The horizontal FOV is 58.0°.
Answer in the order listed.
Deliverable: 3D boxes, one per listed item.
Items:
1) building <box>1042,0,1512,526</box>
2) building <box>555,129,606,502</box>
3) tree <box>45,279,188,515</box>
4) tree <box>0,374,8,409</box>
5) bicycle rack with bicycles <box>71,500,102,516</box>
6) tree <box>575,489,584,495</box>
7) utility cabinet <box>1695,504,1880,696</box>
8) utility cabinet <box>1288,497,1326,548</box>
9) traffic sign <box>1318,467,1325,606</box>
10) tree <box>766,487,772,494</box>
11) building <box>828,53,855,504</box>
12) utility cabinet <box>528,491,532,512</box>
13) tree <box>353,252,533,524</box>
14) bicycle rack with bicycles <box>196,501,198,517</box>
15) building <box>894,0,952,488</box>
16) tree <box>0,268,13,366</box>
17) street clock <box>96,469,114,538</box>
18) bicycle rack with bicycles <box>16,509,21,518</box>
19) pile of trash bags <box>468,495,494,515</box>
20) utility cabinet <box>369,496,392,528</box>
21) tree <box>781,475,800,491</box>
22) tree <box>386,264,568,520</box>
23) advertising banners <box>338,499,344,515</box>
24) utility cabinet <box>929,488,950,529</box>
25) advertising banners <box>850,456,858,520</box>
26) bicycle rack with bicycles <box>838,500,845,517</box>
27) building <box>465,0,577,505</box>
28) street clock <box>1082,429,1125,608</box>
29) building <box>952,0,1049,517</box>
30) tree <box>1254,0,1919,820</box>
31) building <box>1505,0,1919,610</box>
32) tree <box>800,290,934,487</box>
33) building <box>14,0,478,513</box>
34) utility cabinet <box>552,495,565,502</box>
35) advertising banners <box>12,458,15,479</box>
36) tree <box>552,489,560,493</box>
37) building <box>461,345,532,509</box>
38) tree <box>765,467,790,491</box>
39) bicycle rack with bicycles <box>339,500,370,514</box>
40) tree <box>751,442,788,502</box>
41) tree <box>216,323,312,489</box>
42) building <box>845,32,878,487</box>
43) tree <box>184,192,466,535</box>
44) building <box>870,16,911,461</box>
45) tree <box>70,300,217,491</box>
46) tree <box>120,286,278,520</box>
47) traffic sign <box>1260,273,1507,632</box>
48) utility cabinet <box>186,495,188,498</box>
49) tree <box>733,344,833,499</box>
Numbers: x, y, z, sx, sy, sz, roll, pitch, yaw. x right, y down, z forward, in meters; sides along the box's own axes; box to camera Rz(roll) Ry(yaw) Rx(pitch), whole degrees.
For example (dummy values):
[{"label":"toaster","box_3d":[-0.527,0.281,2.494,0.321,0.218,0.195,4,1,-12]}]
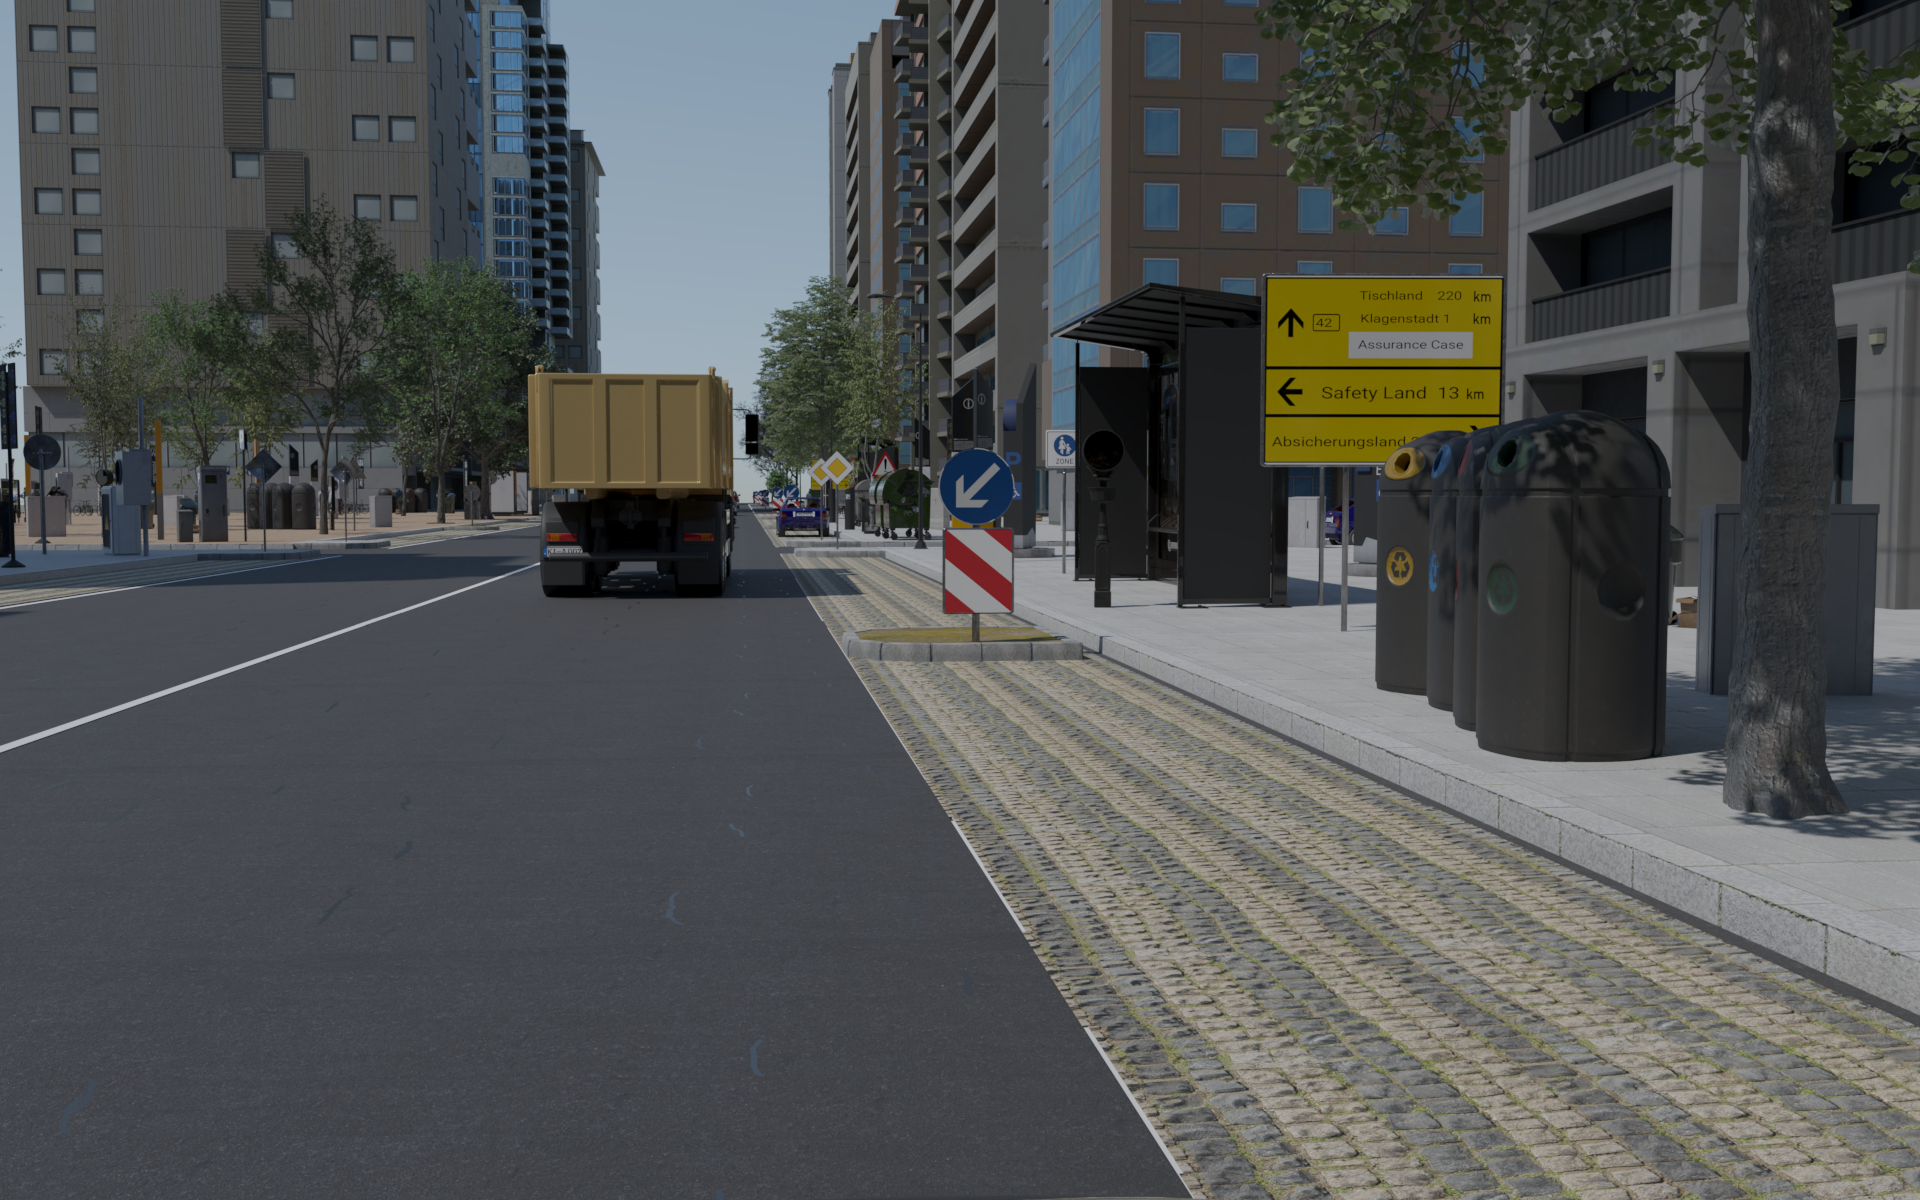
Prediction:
[{"label":"building","box_3d":[11.261,-25.389,65.227,14.200,45.320,14.600,0,4,-7]},{"label":"building","box_3d":[-66.819,-40.556,252.323,28.713,52.752,27.495,0,4,-7]},{"label":"tree","box_3d":[-29.459,-6.717,60.191,4.360,8.622,3.978,0,3,0]},{"label":"tree","box_3d":[-16.660,-2.649,27.025,4.285,4.588,4.351,0,3,0]},{"label":"bicycle rack with bicycles","box_3d":[-51.079,-5.335,100.608,2.852,0.926,2.925,-3,5,-44]},{"label":"tree","box_3d":[-30.992,-9.078,143.021,1.663,3.219,1.824,0,3,0]},{"label":"utility cabinet","box_3d":[5.307,0.001,11.143,1.020,1.237,0.306,0,4,2]},{"label":"utility cabinet","box_3d":[8.272,-1.849,41.392,0.306,1.237,1.020,-2,4,-32]},{"label":"traffic sign","box_3d":[4.127,-1.078,19.749,0.606,2.300,0.079,0,4,-4]},{"label":"tree","box_3d":[-27.135,-15.566,249.108,1.663,3.219,1.824,0,3,0]},{"label":"building","box_3d":[-7.544,-42.669,239.630,21.231,58.520,28.212,0,4,-7]},{"label":"utility cabinet","box_3d":[-29.791,-6.752,119.067,1.173,1.500,0.318,2,4,30]},{"label":"tree","box_3d":[-22.380,-9.103,74.596,9.928,11.665,9.643,0,3,0]},{"label":"bicycle rack with bicycles","box_3d":[-42.237,-4.992,94.999,2.852,0.926,2.925,-3,5,-41]},{"label":"building","box_3d":[6.160,-29.797,141.807,22.147,44.769,28.867,0,4,-7]},{"label":"tree","box_3d":[-30.623,-6.241,52.409,4.360,8.622,3.978,0,3,0]},{"label":"street clock","box_3d":[-25.071,-2.828,50.814,0.471,2.002,0.358,1,4,20]},{"label":"bicycle rack with bicycles","box_3d":[-51.202,-4.835,92.441,2.852,0.926,2.925,-1,4,-16]},{"label":"pile of trash bags","box_3d":[-29.961,-6.061,108.850,1.912,1.369,3.447,-1,4,-13]},{"label":"utility cabinet","box_3d":[-22.380,-3.411,66.926,0.306,1.237,1.020,1,4,19]},{"label":"tree","box_3d":[-19.522,-12.331,196.213,1.663,3.219,1.824,0,3,0]},{"label":"tree","box_3d":[-23.767,-10.384,86.787,9.611,12.733,9.660,0,3,0]},{"label":"advertising banners","box_3d":[-37.364,-6.625,104.505,0.090,3.025,2.074,0,4,-4]},{"label":"utility cabinet","box_3d":[-0.830,-3.305,62.715,0.318,1.500,1.173,-2,4,-35]},{"label":"advertising banners","box_3d":[-4.651,-5.129,80.053,0.090,3.025,2.074,-2,4,-26]},{"label":"bicycle rack with bicycles","box_3d":[-8.564,-5.842,108.897,2.852,0.926,2.925,-1,4,-18]},{"label":"building","box_3d":[-60.629,-55.656,222.647,22.319,86.520,31.000,0,4,-7]},{"label":"street clock","box_3d":[1.615,-0.917,19.556,0.471,2.002,0.358,0,4,1]},{"label":"building","box_3d":[11.339,-29.563,107.056,21.300,48.544,21.600,0,4,-7]},{"label":"tree","box_3d":[2.955,-5.428,6.868,7.486,12.596,7.792,0,3,0]},{"label":"building","box_3d":[19.910,-35.751,22.775,20.563,71.187,20.611,0,4,-7]},{"label":"tree","box_3d":[-3.136,-6.923,63.546,4.737,8.622,4.395,0,3,0]},{"label":"building","box_3d":[-51.697,-33.132,130.950,28.713,52.752,27.495,0,4,-7]},{"label":"utility cabinet","box_3d":[-27.978,-6.723,121.087,1.020,1.237,0.306,-2,4,-30]},{"label":"advertising banners","box_3d":[-46.374,-5.381,84.167,0.090,3.025,2.074,0,4,-4]},{"label":"tree","box_3d":[-27.383,-7.450,116.410,1.663,3.219,1.824,0,3,0]},{"label":"building","box_3d":[-55.299,-19.252,159.817,27.650,21.520,28.899,0,4,-7]},{"label":"tree","box_3d":[-21.783,-13.683,207.435,4.285,4.588,4.351,0,3,0]},{"label":"bicycle rack with bicycles","box_3d":[-39.533,-6.054,112.358,2.852,0.926,2.925,3,5,43]},{"label":"tree","box_3d":[-29.488,-21.257,273.302,9.928,11.665,9.643,0,3,0]},{"label":"tree","box_3d":[-30.398,-7.636,75.205,4.737,8.622,4.395,0,3,0]},{"label":"building","box_3d":[-0.600,-34.059,180.561,21.300,48.544,21.600,0,4,-7]},{"label":"tree","box_3d":[-20.199,-7.338,54.383,8.767,10.594,7.601,0,4,-7]},{"label":"building","box_3d":[-0.973,-31.342,162.557,14.600,45.320,14.200,0,4,-7]},{"label":"tree","box_3d":[-32.195,-7.114,66.676,4.737,8.622,4.395,0,3,0]},{"label":"tree","box_3d":[-38.183,-9.890,87.450,9.928,11.665,9.643,0,3,0]},{"label":"traffic sign","box_3d":[3.908,-1.358,16.069,2.265,3.308,0.079,0,4,-1]},{"label":"utility cabinet","box_3d":[-44.051,-5.303,97.865,1.020,1.237,0.306,2,4,26]},{"label":"tree","box_3d":[-13.377,-14.072,140.441,12.009,13.543,11.850,0,3,0]}]
